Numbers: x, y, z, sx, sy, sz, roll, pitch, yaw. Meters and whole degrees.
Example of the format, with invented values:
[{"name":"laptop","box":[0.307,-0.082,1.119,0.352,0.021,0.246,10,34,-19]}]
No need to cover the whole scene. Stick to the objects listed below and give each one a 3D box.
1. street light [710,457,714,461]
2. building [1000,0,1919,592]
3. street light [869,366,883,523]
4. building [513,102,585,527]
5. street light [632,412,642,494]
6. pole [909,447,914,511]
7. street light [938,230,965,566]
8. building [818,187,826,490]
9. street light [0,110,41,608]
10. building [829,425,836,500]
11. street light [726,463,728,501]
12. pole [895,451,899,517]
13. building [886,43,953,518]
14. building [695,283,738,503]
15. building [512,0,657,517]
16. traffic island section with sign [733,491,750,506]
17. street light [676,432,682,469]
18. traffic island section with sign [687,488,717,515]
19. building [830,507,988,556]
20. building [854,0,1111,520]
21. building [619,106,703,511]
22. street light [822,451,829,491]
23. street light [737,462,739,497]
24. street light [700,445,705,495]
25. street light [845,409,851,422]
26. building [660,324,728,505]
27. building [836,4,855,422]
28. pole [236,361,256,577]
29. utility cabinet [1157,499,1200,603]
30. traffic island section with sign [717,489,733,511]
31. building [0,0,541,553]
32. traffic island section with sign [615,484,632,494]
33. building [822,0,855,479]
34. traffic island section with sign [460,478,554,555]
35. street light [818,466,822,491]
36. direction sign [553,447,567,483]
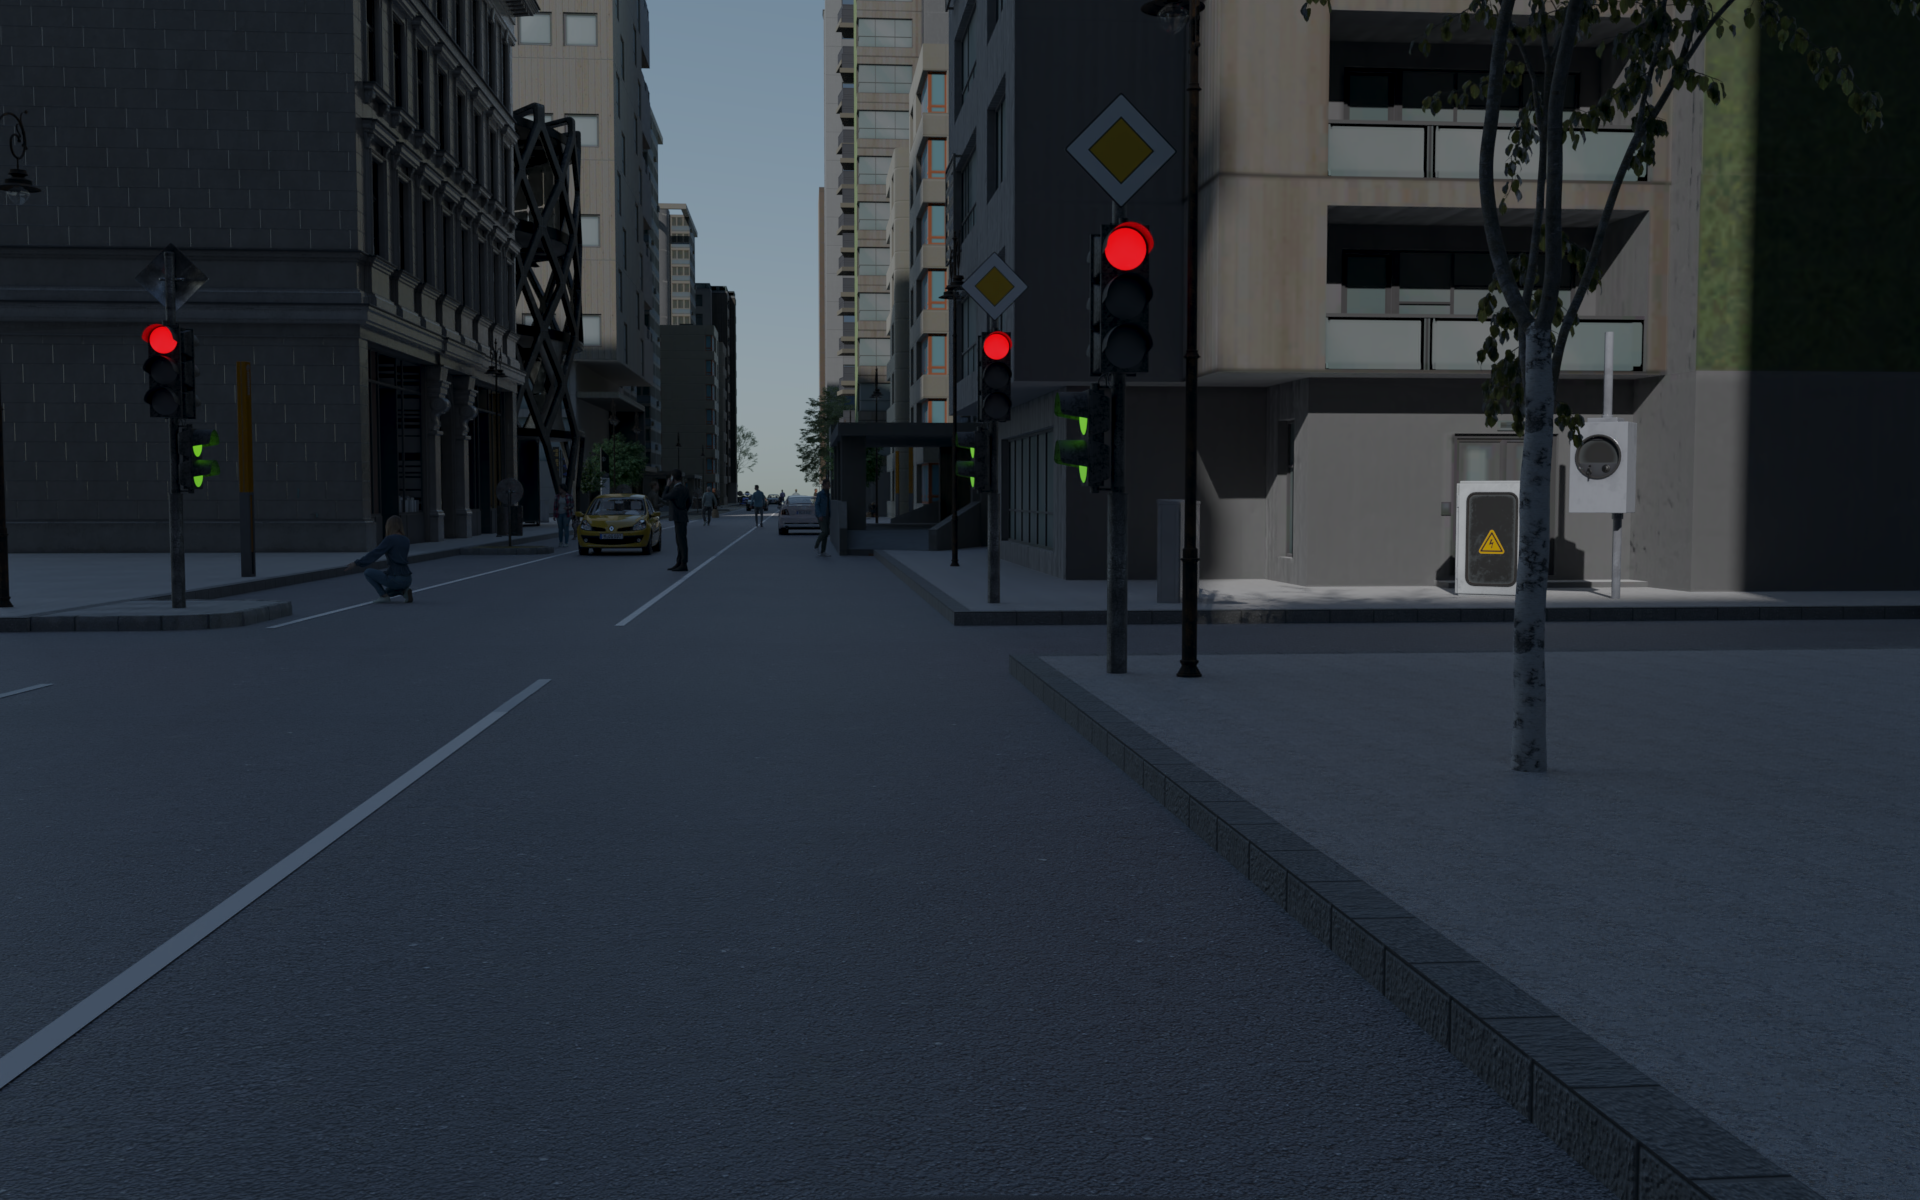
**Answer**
[{"name":"street light","box":[-25.486,-12.582,178.506,0.468,5.910,1.993,0,4,-5]},{"name":"building","box":[7.239,-21.079,28.236,14.086,41.232,14.154,0,4,-5]},{"name":"street light","box":[-3.017,-5.499,62.692,0.468,5.910,1.993,0,4,-5]},{"name":"building","box":[-23.296,-12.184,66.663,16.820,18.784,16.811,0,4,-5]},{"name":"street light","box":[-17.917,-7.548,96.199,0.468,5.910,1.993,0,4,-5]},{"name":"pole","box":[-1.902,-4.507,67.526,0.158,3.312,0.155,0,3,0]},{"name":"street light","box":[-0.091,-3.535,30.585,0.468,5.910,1.993,0,4,-5]},{"name":"building","box":[-13.091,-36.461,246.244,14.600,45.320,14.200,0,4,-5]},{"name":"street light","box":[-10.843,-2.855,19.475,0.468,5.910,1.993,0,4,-5]},{"name":"building","box":[-0.382,-51.468,154.178,22.319,86.520,31.000,0,4,-5]},{"name":"street light","box":[-28.434,-14.595,211.423,0.468,5.910,1.993,0,4,-5]},{"name":"pole","box":[-2.962,-5.389,81.946,0.158,3.312,0.155,0,3,0]},{"name":"building","box":[11.028,-14.517,82.389,27.650,21.520,28.899,0,4,-5]},{"name":"building","box":[-37.775,-28.425,236.452,14.160,30.474,14.107,0,4,-5]},{"name":"building","box":[-33.382,-31.591,105.744,28.713,52.752,27.495,0,4,-5]},{"name":"traffic island section with sign","box":[-25.493,-11.790,201.396,1.989,1.847,2.006,0,4,-5]},{"name":"street light","box":[-20.832,-9.512,128.308,0.468,5.910,1.993,0,4,-5]},{"name":"traffic island section with sign","box":[-17.923,-6.733,118.718,1.989,1.847,2.006,0,4,-5]},{"name":"building","box":[12.608,-21.747,47.437,32.217,40.220,23.993,0,4,-5]},{"name":"building","box":[0.630,-25.713,104.005,14.154,41.232,14.086,0,4,-5]},{"name":"building","box":[-39.945,-28.372,155.766,32.217,40.220,23.993,0,4,-5]},{"name":"street light","box":[-14.608,-13.248,189.386,0.468,5.910,1.993,0,4,-5]},{"name":"street light","box":[-31.299,-16.560,243.536,0.468,5.910,1.993,0,4,-5]},{"name":"street light","box":[-23.784,-11.476,160.413,0.468,5.910,1.993,0,4,-5]},{"name":"street light","box":[-5.988,-7.462,94.796,0.468,5.910,1.993,0,4,-5]},{"name":"building","box":[-40.217,-21.133,190.571,27.650,21.520,28.899,0,4,-5]},{"name":"building","box":[2.252,-28.804,125.571,22.147,44.769,28.867,0,4,-5]},{"name":"pole","box":[-11.021,-2.012,26.732,0.158,3.312,0.155,0,3,0]},{"name":"utility cabinet","box":[2.633,-0.589,20.788,0.306,1.237,1.020,1,4,21]},{"name":"traffic island section with sign","box":[-20.380,-8.375,145.561,1.989,1.847,2.006,0,4,-5]},{"name":"building","box":[-17.586,-11.468,38.409,10.553,20.767,40.483,0,4,-5]},{"name":"traffic island section with sign","box":[-13.350,-3.684,68.857,1.989,1.847,2.006,0,4,-5]},{"name":"building","box":[-5.184,-40.296,200.844,21.231,58.520,28.212,0,4,-5]},{"name":"traffic island section with sign","box":[-10.865,-2.024,41.717,1.989,1.847,2.006,0,4,-5]},{"name":"street light","box":[-17.518,-15.212,221.495,0.468,5.910,1.993,0,4,-5]},{"name":"direction sign","box":[-19.098,-5.561,82.914,0.876,3.537,0.379,1,4,20]}]
